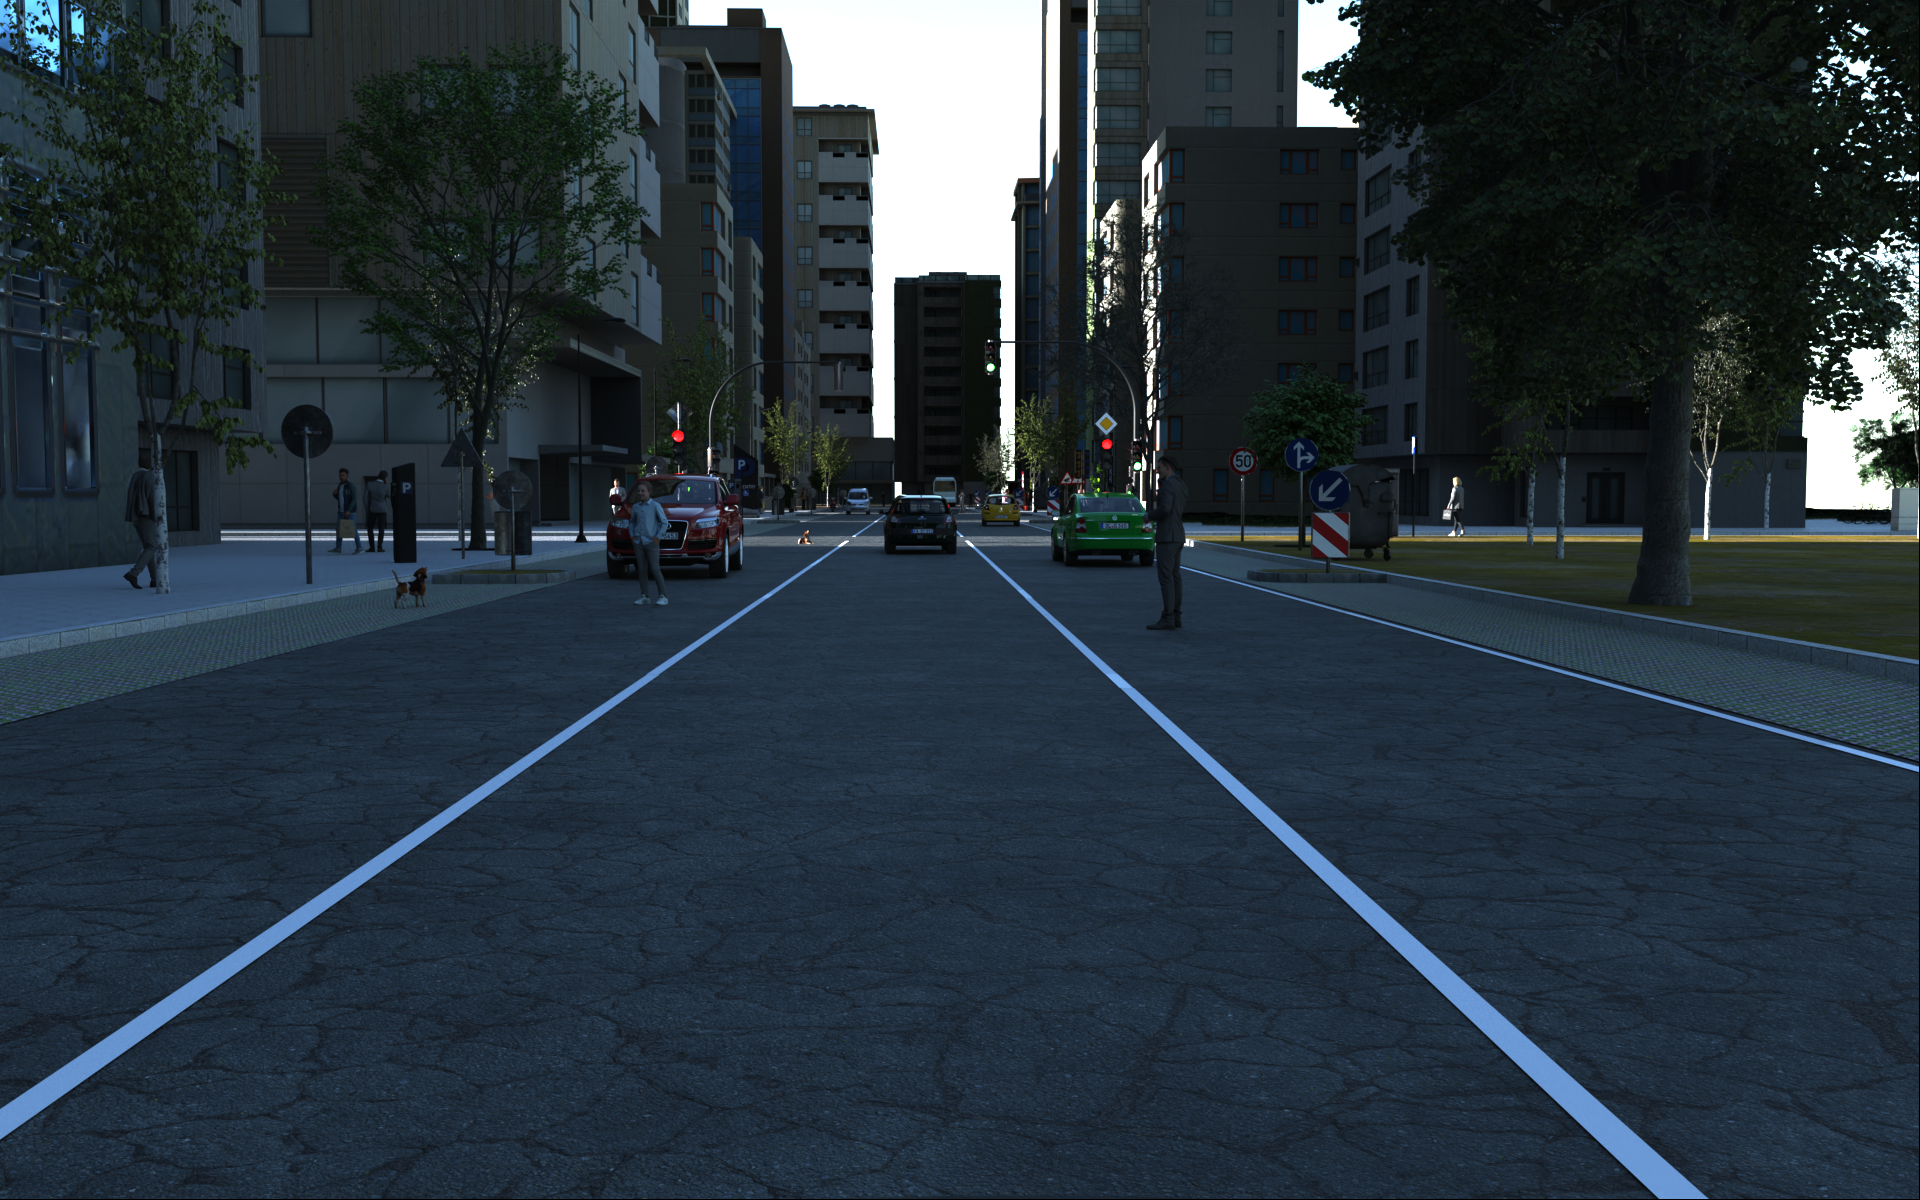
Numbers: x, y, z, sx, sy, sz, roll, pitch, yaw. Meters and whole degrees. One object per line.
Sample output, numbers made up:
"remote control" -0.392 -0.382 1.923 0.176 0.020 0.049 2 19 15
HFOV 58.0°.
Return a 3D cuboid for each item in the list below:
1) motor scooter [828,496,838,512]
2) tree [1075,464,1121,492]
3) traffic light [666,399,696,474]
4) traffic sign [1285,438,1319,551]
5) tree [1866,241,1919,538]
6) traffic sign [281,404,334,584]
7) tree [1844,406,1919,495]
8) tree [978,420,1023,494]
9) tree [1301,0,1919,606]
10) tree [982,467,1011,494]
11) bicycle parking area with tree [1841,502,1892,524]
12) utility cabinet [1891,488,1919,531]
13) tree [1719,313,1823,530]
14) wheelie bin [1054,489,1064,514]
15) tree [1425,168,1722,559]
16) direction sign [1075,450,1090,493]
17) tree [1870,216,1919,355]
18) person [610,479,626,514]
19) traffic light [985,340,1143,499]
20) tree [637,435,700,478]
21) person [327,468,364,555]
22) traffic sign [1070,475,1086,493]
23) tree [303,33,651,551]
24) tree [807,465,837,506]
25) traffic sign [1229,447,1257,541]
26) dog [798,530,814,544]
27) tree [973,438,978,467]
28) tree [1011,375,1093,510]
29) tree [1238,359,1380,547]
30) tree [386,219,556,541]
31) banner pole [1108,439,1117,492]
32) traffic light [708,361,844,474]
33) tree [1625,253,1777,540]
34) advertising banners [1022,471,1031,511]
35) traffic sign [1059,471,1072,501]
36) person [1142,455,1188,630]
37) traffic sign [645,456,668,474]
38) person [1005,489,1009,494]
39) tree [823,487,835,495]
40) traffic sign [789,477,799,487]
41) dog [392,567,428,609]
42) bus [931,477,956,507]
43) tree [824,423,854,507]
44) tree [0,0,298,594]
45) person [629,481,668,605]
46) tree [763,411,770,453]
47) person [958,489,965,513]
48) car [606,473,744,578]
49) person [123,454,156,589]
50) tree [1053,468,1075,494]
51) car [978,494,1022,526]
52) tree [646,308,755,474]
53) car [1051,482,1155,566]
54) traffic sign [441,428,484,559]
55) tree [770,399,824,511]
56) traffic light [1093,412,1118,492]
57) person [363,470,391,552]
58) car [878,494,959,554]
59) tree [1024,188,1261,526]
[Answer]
"motor scooter" -10.244 -7.761 139.665 0.815 1.314 1.986 0 4 -1
"tree" 7.661 -6.110 94.505 1.663 3.219 1.824 0 3 0
"traffic light" -8.255 -3.809 51.194 0.839 4.253 0.868 0 4 -1
"traffic sign" 7.735 -2.398 39.313 0.768 2.556 0.104 0 4 -1
"tree" 28.005 -6.091 49.953 4.360 8.622 3.978 0 3 0
"traffic sign" -9.290 -1.501 24.654 0.768 2.556 0.104 0 4 4
"tree" 61.873 -8.918 108.718 11.467 7.101 20.602 0 4 -2
"tree" 4.328 -13.647 173.485 4.360 8.622 3.978 0 3 0
"tree" 8.229 -6.928 19.923 9.857 13.997 8.962 0 3 0
"tree" 4.112 -13.252 200.377 4.285 4.588 4.351 0 3 0
"bicycle parking area with tree" 41.495 -5.158 71.342 9.016 4.147 8.231 2 4 25
"utility cabinet" 32.788 -3.140 60.022 1.173 1.500 0.318 -2 4 -26
"tree" 28.874 -6.831 62.049 4.737 8.622 4.395 0 3 0
"wheelie bin" 6.054 -6.018 106.301 0.693 1.594 0.980 0 4 -7
"tree" 11.752 -5.139 34.382 4.737 8.622 4.395 0 3 0
"direction sign" 6.230 -5.887 88.241 0.876 3.537 0.379 -2 4 -29
"tree" 26.306 -7.883 39.258 12.009 13.543 11.850 0 3 0
"person" -11.660 -3.219 58.877 0.606 1.804 0.583 0 4 6
"traffic light" 3.112 -4.691 51.359 4.771 5.953 1.251 0 4 -1
"tree" -15.801 -6.744 93.981 4.285 4.588 4.351 0 3 0
"person" -12.875 -1.855 36.357 0.713 1.824 0.794 -3 5 -41
"traffic sign" 6.243 -5.606 91.656 0.884 2.594 0.081 0 4 0
"tree" -10.810 -6.935 39.143 9.928 11.665 9.643 0 3 0
"tree" -14.894 -12.455 187.350 4.285 4.588 4.351 0 3 0
"traffic sign" 7.656 -2.861 46.882 0.768 2.556 0.104 0 4 3
"dog" -4.393 -1.810 49.781 0.550 0.427 0.748 0 4 7
"tree" 3.569 -15.764 208.098 4.360 8.622 3.978 0 3 0
"tree" 6.084 -9.335 102.994 4.737 8.622 4.395 0 3 0
"tree" 8.487 -3.580 42.252 4.285 4.588 4.351 0 3 0
"tree" -13.449 -5.928 47.287 4.360 8.622 3.978 0 3 0
"banner pole" 6.910 -5.408 78.442 0.401 3.779 0.863 3 5 39
"traffic light" -6.371 -5.174 59.265 4.771 5.953 1.251 0 4 -1
"tree" 21.102 -6.026 48.894 4.360 8.622 3.978 0 3 0
"advertising banners" 5.015 -8.301 131.914 0.090 3.025 2.074 -1 4 -15
"traffic sign" 5.890 -5.821 95.183 0.884 2.594 0.081 0 4 4
"person" 2.170 -0.624 18.516 0.447 1.846 0.655 2 4 23
"traffic sign" -10.197 -3.552 58.186 0.768 2.556 0.104 0 3 0
"person" 2.496 -5.230 94.854 0.643 1.720 0.563 -1 4 -22
"tree" -14.776 -12.366 196.777 1.663 3.219 1.824 0 3 0
"traffic sign" -12.147 -7.733 126.537 0.768 2.556 0.104 0 4 3
"dog" -6.886 -0.147 21.699 0.406 0.507 0.540 -1 4 -15
"bus" -1.807 -12.364 197.005 2.948 3.499 13.247 0 4 -1
"tree" -13.403 -13.901 177.639 4.737 8.622 4.395 0 3 0
"tree" -10.260 -4.372 21.846 4.737 8.622 4.395 0 3 0
"person" -4.068 -0.744 22.473 0.589 1.601 0.330 2 4 29
"tree" -11.062 -7.702 76.285 4.737 8.622 4.395 0 3 0
"person" 0.107 -7.455 130.576 0.511 1.800 0.466 2 4 35
"car" -5.056 -1.377 31.186 2.281 1.827 5.304 0 4 -3
"person" -11.066 -1.066 23.577 0.679 1.850 0.850 1 4 20
"tree" 6.920 -7.193 112.206 1.663 3.219 1.824 0 3 0
"car" 1.830 -4.170 78.405 2.015 1.641 3.980 0 4 0
"tree" -10.764 -7.269 69.208 4.737 8.622 4.395 0 3 0
"car" 2.912 -1.654 35.847 1.959 1.807 4.718 0 4 -2
"traffic sign" -9.818 -2.090 34.169 0.884 2.594 0.081 0 4 6
"tree" -13.235 -11.105 131.927 4.737 8.622 4.395 0 3 0
"traffic light" 4.997 -4.319 59.536 0.839 4.253 0.868 0 4 -1
"person" -12.895 -1.963 38.324 0.592 1.802 0.473 0 4 -3
"car" -1.008 -2.021 42.835 2.009 1.686 4.222 0 4 -3
"tree" 7.553 -9.754 69.852 12.009 13.543 11.850 0 3 0
